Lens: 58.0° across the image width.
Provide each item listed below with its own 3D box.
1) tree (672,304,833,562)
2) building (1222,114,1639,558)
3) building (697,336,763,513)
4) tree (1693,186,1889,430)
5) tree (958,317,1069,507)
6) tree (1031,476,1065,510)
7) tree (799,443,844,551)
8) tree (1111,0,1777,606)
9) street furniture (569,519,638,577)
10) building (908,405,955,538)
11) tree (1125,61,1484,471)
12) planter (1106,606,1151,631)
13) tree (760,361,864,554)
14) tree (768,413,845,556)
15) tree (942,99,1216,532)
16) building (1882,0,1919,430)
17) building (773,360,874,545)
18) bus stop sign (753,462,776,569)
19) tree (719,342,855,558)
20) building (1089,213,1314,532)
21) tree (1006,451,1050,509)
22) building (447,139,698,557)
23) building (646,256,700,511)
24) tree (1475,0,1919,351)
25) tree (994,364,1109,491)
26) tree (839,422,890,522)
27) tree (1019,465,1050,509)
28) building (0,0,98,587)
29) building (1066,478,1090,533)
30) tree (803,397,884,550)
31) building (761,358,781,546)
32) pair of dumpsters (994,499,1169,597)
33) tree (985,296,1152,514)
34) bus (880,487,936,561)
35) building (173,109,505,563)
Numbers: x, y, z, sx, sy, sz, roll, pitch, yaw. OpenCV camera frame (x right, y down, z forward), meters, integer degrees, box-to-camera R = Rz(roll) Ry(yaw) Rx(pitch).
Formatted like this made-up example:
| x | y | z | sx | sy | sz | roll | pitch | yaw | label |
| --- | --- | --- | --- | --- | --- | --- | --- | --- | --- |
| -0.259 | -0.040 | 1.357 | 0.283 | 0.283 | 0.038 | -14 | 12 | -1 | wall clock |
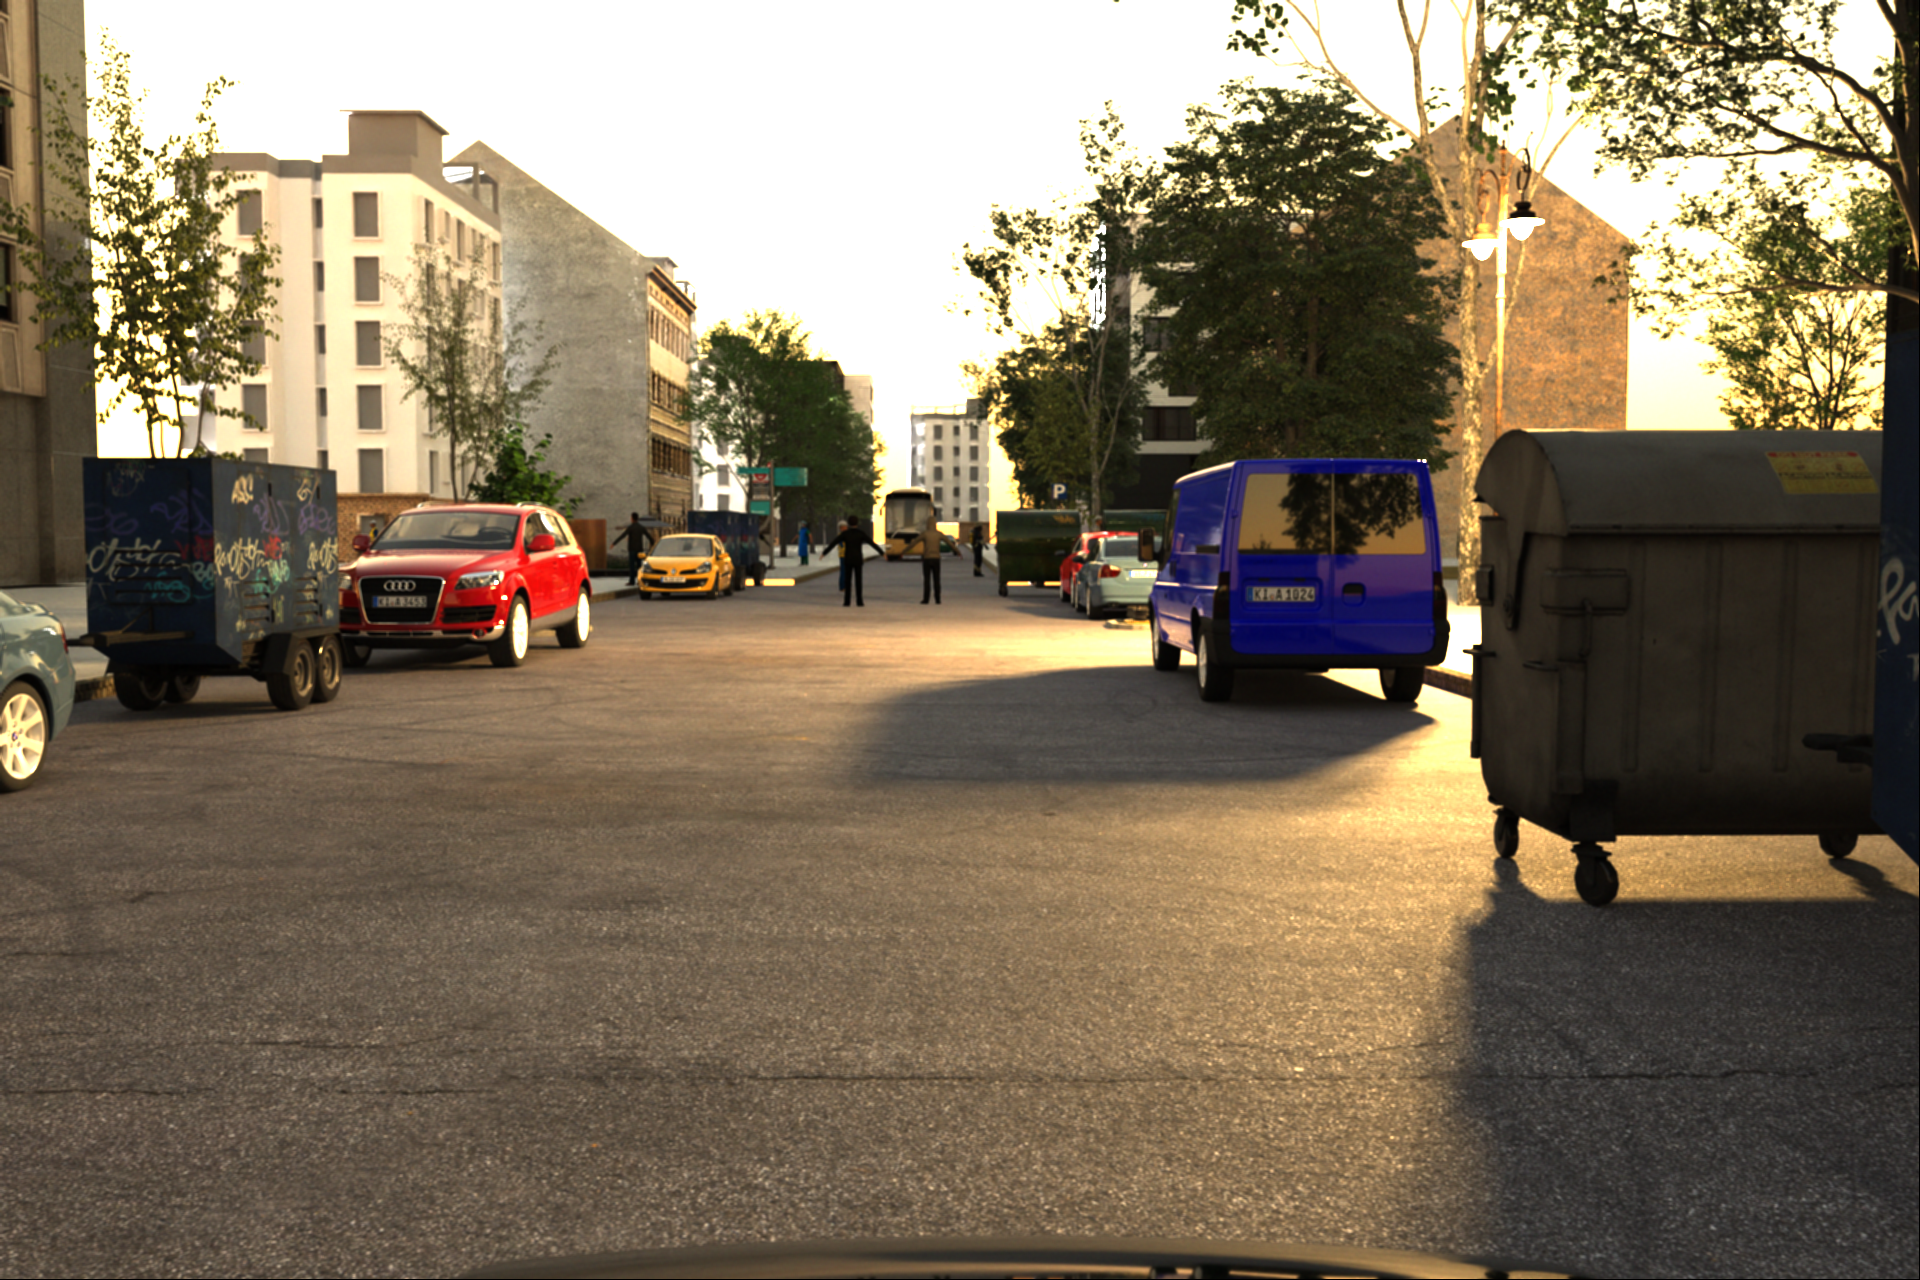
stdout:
| x | y | z | sx | sy | sz | roll | pitch | yaw | label |
| --- | --- | --- | --- | --- | --- | --- | --- | --- | --- |
| -9.456 | -9.327 | 78.259 | 9.928 | 11.665 | 9.643 | 0 | 3 | 0 | tree |
| 25.898 | -16.468 | 100.181 | 19.493 | 23.208 | 18.063 | 0 | 4 | 0 | building |
| -25.390 | -18.951 | 166.275 | 16.016 | 20.090 | 11.380 | 0 | 4 | 0 | building |
| 25.951 | -7.728 | 52.102 | 9.928 | 11.665 | 9.643 | 0 | 3 | 0 | tree |
| 5.800 | -18.144 | 152.548 | 12.611 | 20.169 | 13.585 | 0 | 3 | 0 | tree |
| 5.234 | -9.920 | 112.561 | 4.360 | 8.622 | 3.978 | 0 | 3 | 0 | tree |
| -9.513 | -10.603 | 123.715 | 4.360 | 8.622 | 3.978 | 0 | 3 | 0 | tree |
| 7.918 | -10.620 | 29.532 | 12.611 | 20.169 | 13.585 | 0 | 3 | 0 | tree |
| -12.583 | -2.932 | 54.796 | 9.812 | 1.723 | 11.010 | -1 | 4 | -17 | street furniture |
| -6.969 | -23.570 | 244.247 | 11.380 | 20.090 | 16.016 | 0 | 4 | -2 | building |
| 9.455 | -8.617 | 47.547 | 9.857 | 13.997 | 8.962 | 0 | 3 | 0 | tree |
| 3.262 | -0.334 | 26.593 | 1.991 | 0.319 | 1.994 | 0 | 4 | 0 | planter |
| -9.897 | -11.927 | 113.135 | 7.486 | 12.596 | 7.792 | 0 | 3 | 0 | tree |
| -9.711 | -9.305 | 102.495 | 4.360 | 8.622 | 3.978 | 0 | 3 | 0 | tree |
| 5.559 | -13.611 | 78.423 | 12.611 | 20.169 | 13.585 | 0 | 3 | 0 | tree |
| 26.294 | -12.281 | 29.463 | 12.332 | 23.479 | 15.834 | 0 | 4 | 0 | building |
| -25.282 | -22.977 | 219.649 | 27.936 | 21.610 | 32.646 | 0 | 4 | -1 | building |
| -7.275 | -4.636 | 64.501 | 0.855 | 3.939 | 0.416 | 0 | 4 | 0 | bus stop sign |
| -9.558 | -10.290 | 94.001 | 9.928 | 11.665 | 9.643 | 0 | 3 | 0 | tree |
| 23.269 | -17.293 | 126.719 | 27.936 | 21.610 | 32.646 | 0 | 4 | 0 | building |
| 5.923 | -11.643 | 140.723 | 4.737 | 8.622 | 4.395 | 0 | 3 | 0 | tree |
| -26.926 | -16.821 | 105.952 | 19.493 | 23.208 | 18.063 | 0 | 4 | -1 | building |
| -24.827 | -16.071 | 119.177 | 16.016 | 20.090 | 11.380 | 0 | 4 | 0 | building |
| 9.141 | -4.959 | 15.494 | 8.767 | 10.594 | 7.601 | 1 | 4 | 9 | tree |
| 5.688 | -10.961 | 104.975 | 9.928 | 11.665 | 9.643 | 0 | 3 | 0 | tree |
| -10.104 | -13.902 | 153.056 | 9.928 | 11.665 | 9.643 | 0 | 3 | 0 | tree |
| 5.665 | -10.561 | 123.040 | 4.360 | 8.622 | 3.978 | 0 | 3 | 0 | tree |
| -27.921 | -13.220 | 33.402 | 12.078 | 24.872 | 19.932 | 0 | 4 | 1 | building |
| 23.343 | -23.826 | 220.480 | 19.493 | 23.208 | 18.063 | 0 | 3 | 0 | building |
| -10.185 | -13.604 | 140.551 | 7.486 | 12.596 | 7.792 | 0 | 3 | 0 | tree |
| -25.202 | -19.966 | 182.867 | 16.016 | 20.090 | 11.380 | 0 | 4 | -1 | building |
| 3.008 | -2.147 | 40.051 | 4.436 | 2.255 | 1.574 | 0 | 4 | -1 | pair of dumpsters |
| 6.040 | -11.488 | 94.484 | 9.857 | 13.997 | 8.962 | 0 | 3 | 0 | tree |
| -2.691 | -6.296 | 94.491 | 2.896 | 3.916 | 12.252 | 0 | 4 | 0 | bus |
| -28.991 | -13.591 | 78.626 | 16.016 | 20.090 | 11.380 | 0 | 4 | 0 | building |
